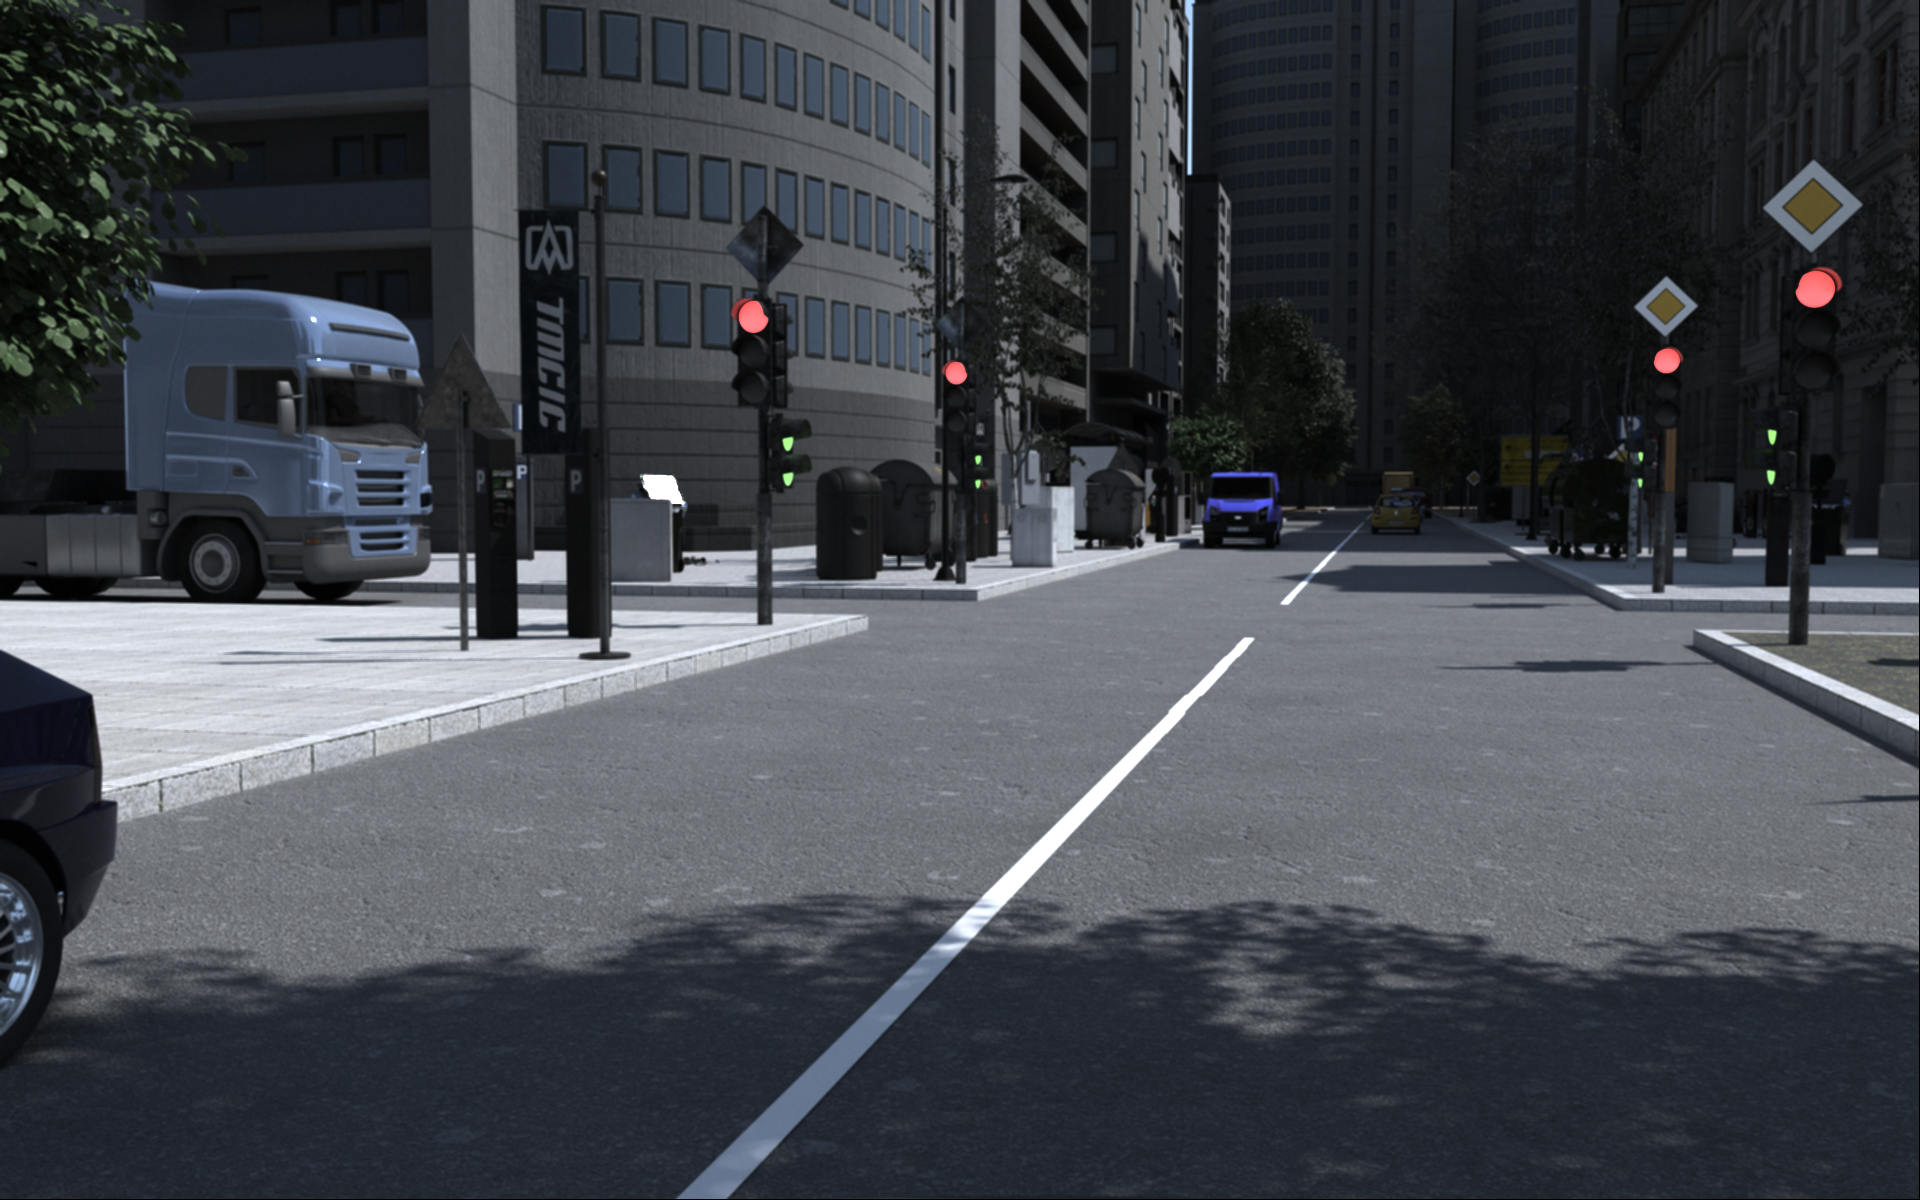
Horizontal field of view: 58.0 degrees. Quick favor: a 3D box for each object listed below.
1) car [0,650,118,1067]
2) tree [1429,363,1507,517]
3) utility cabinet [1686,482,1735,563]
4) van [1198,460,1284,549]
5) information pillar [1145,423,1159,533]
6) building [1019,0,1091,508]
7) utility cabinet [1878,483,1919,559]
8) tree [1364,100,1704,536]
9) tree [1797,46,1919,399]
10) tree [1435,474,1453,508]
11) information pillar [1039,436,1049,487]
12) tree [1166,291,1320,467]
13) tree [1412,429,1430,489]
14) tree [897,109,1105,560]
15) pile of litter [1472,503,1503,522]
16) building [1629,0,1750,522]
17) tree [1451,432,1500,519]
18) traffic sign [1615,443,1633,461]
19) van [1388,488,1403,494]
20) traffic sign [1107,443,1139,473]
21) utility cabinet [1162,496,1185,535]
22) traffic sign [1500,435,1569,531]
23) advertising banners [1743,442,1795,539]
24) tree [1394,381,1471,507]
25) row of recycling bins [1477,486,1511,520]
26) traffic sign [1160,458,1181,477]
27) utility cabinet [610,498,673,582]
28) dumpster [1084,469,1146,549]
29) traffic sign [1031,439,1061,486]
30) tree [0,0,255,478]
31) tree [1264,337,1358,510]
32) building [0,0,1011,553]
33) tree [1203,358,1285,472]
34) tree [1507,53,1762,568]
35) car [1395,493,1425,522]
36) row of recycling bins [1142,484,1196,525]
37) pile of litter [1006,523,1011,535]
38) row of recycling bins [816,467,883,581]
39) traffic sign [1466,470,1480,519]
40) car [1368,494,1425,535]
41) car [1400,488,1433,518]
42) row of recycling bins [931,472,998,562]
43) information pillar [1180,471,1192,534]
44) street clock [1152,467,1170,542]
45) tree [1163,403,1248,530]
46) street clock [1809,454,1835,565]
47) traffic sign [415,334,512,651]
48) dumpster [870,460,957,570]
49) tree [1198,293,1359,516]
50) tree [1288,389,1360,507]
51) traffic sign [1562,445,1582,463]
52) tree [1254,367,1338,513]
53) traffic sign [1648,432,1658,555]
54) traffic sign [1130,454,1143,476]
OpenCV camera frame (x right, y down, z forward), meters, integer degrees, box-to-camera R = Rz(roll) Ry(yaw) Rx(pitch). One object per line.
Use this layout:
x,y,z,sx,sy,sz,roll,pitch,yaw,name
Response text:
-3.562,0.576,3.164,1.945,1.354,3.894,1,4,16,car
29.133,-9.047,98.288,4.360,8.622,3.978,0,3,0,tree
14.040,-1.451,32.397,0.318,1.500,1.173,0,4,-4,utility cabinet
7.766,-2.629,47.376,2.240,2.365,5.245,1,4,13,van
6.335,-4.035,57.323,0.504,3.616,0.183,-2,4,-27,information pillar
-5.589,-28.450,88.867,21.300,48.544,21.600,1,4,14,building
18.654,-1.568,34.313,0.318,1.500,1.173,0,4,0,utility cabinet
17.954,-8.781,53.939,12.009,13.543,11.850,0,3,0,tree
15.726,-4.712,27.400,4.360,8.622,3.978,0,3,0,tree
44.540,-10.124,160.126,1.663,3.219,1.824,0,3,0,tree
3.339,-4.725,68.602,0.504,3.616,0.183,3,5,40,information pillar
12.954,-8.869,79.422,7.601,10.594,8.767,1,4,9,tree
39.781,-11.799,143.280,4.360,8.622,3.978,0,3,0,tree
0.973,-5.065,33.169,4.360,8.622,3.978,0,3,0,tree
24.817,-4.127,81.447,1.176,0.858,1.719,-1,4,-8,pile of litter
38.790,-17.268,79.587,12.463,27.353,25.104,1,4,14,building
26.907,-6.448,89.131,4.285,4.588,4.351,0,3,0,tree
14.906,-2.314,39.019,0.795,2.450,0.064,1,4,17,traffic sign
29.949,-6.801,118.214,2.013,2.044,4.112,1,4,13,van
4.087,-2.680,43.829,0.884,2.594,0.081,1,4,20,traffic sign
6.727,-2.673,54.865,0.306,1.237,1.020,3,5,40,utility cabinet
19.858,-4.041,59.939,2.265,3.308,0.079,1,4,14,traffic sign
23.255,-3.277,49.768,0.090,3.025,2.074,-1,4,-12,advertising banners
46.566,-15.406,170.016,7.486,12.596,7.792,0,3,0,tree
26.583,-4.765,85.023,3.534,1.692,1.069,-3,5,-44,row of recycling bins
7.328,-3.689,60.426,0.768,2.556,0.104,1,4,21,traffic sign
-4.744,-0.872,25.418,1.020,1.237,0.306,0,4,-1,utility cabinet
3.646,-2.148,40.872,1.264,1.857,1.865,1,4,14,dumpster
1.932,-2.433,39.889,0.768,2.556,0.104,1,4,16,traffic sign
-5.366,-1.525,8.653,4.285,4.588,4.351,0,3,0,tree
28.018,-14.399,142.073,9.857,13.997,8.962,0,3,0,tree
-11.400,-31.091,50.335,21.231,58.520,28.212,1,4,14,building
14.862,-8.538,89.957,4.737,8.622,4.395,0,3,0,tree
11.669,-4.864,29.892,4.360,8.622,3.978,0,3,0,tree
22.836,-4.844,88.783,1.945,1.707,3.694,1,4,14,car
8.007,-3.961,71.878,3.534,1.692,1.069,1,4,12,row of recycling bins
2.219,-2.474,54.422,1.719,0.858,1.176,-1,4,-13,pile of litter
-1.749,-1.240,27.386,1.069,1.692,3.534,0,4,0,row of recycling bins
24.619,-5.002,82.975,0.795,2.450,0.064,1,4,18,traffic sign
15.788,-3.208,62.668,2.015,1.641,3.980,1,4,14,car
27.401,-5.866,104.587,2.281,1.827,5.304,1,4,13,car
0.071,-1.674,34.486,1.069,1.692,3.534,1,4,10,row of recycling bins
7.327,-3.166,56.263,0.304,2.012,0.304,-1,4,-16,information pillar
5.324,-2.535,46.022,0.471,2.002,0.358,-3,5,-41,street clock
8.980,-4.844,62.910,4.285,4.588,4.351,0,3,0,tree
15.649,-1.650,31.547,0.471,2.002,0.358,-1,4,-19,street clock
-4.060,-0.863,14.116,0.884,2.594,0.081,1,4,16,traffic sign
-0.829,-1.483,30.004,1.264,1.857,1.865,1,4,14,dumpster
17.998,-11.147,99.262,9.611,12.733,9.660,0,3,0,tree
34.552,-15.211,166.829,7.486,12.596,7.792,0,3,0,tree
15.973,-2.736,44.841,0.768,2.556,0.104,1,4,19,traffic sign
21.886,-11.792,118.557,9.928,11.665,9.643,0,3,0,tree
14.607,-2.238,36.588,0.884,2.594,0.081,1,4,14,traffic sign
5.485,-3.399,55.688,0.768,2.556,0.104,1,4,20,traffic sign
